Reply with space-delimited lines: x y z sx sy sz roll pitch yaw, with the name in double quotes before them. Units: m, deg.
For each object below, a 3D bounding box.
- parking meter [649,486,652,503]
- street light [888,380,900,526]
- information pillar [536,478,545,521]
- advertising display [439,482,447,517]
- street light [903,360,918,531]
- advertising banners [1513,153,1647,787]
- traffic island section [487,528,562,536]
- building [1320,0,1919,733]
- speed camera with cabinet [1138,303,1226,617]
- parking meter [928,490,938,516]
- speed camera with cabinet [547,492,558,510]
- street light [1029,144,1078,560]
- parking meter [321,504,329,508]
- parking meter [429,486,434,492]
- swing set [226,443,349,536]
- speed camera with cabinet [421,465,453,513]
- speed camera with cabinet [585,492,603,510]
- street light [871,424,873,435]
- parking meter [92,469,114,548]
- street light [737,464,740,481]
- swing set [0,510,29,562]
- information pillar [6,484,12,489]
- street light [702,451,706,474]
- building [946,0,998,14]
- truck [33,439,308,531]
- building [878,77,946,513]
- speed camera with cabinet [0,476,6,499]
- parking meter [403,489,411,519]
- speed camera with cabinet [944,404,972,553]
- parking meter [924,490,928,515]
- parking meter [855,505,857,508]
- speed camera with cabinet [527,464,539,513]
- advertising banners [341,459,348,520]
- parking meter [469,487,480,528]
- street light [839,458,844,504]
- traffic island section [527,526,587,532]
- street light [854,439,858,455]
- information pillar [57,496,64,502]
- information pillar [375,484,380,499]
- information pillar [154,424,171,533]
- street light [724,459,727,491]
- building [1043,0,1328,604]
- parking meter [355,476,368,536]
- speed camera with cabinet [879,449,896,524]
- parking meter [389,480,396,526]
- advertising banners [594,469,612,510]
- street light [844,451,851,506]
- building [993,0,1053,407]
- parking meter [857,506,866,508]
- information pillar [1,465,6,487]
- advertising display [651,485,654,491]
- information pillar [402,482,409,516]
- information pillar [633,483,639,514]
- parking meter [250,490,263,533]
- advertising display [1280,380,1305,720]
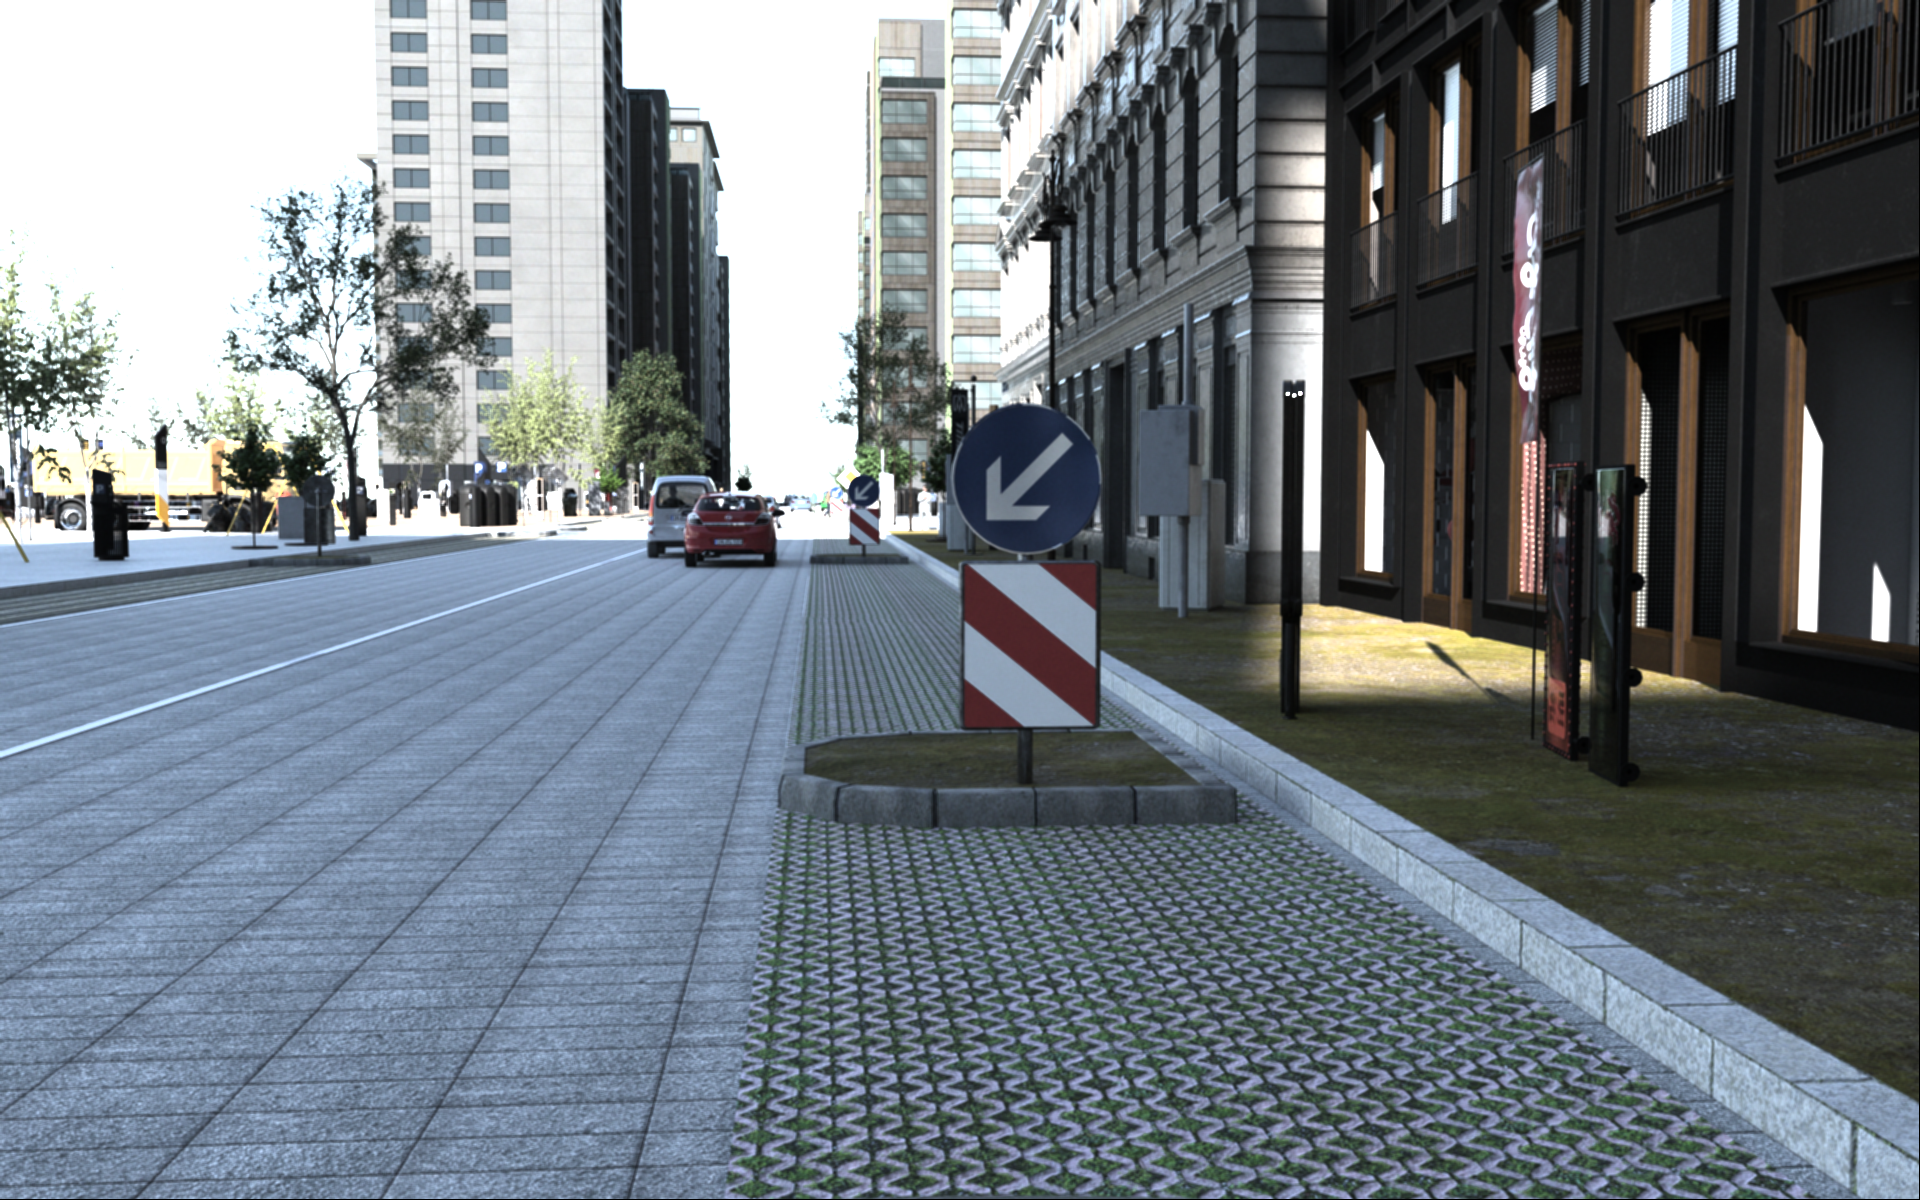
"parking meter" -22.403 -7.323 125.441 0.255 1.863 0.399 -1 4 -9
"street light" -2.668 -5.969 70.380 0.468 5.910 1.993 0 4 -5
"information pillar" -19.774 -4.721 81.680 0.304 2.012 0.304 0 4 5
"advertising display" -28.857 -5.596 96.712 0.123 1.923 0.974 -3 4 -36
"street light" -1.708 -5.318 59.741 0.468 5.910 1.993 0 4 -5
"advertising banners" 2.962 -0.749 8.436 0.090 3.025 2.074 0 4 4
"traffic island section" -15.048 -2.289 59.702 2.009 0.180 2.903 0 4 -5
"building" 10.923 -11.145 11.902 12.332 23.373 15.834 0 4 -5
"speed camera with cabinet" 2.424 -1.496 18.794 0.660 3.252 2.038 1 4 19
"parking meter" -1.499 -5.676 101.219 0.372 1.533 0.369 0 3 0
"speed camera with cabinet" -33.198 -8.841 138.881 2.038 3.252 0.660 -2 4 -30
"street light" 1.244 -3.095 23.398 0.468 5.910 1.993 0 4 -5
"parking meter" -32.355 -4.880 88.197 0.372 1.533 0.369 0 3 0
"parking meter" -35.977 -6.862 117.910 0.255 1.863 0.399 -1 4 -11
"swing set" -21.311 -3.500 54.840 2.862 2.851 3.119 0 4 -1
"speed camera with cabinet" -34.981 -7.425 115.739 2.038 3.252 0.660 0 4 6
"speed camera with cabinet" -29.915 -8.992 141.354 0.660 3.252 2.038 -3 5 -40
"street light" -5.418 -8.192 106.729 0.468 5.910 1.993 0 4 -5
"parking meter" -19.793 -2.099 40.026 0.399 1.863 0.255 0 4 -1
"street light" -33.603 -17.753 263.042 0.468 5.910 1.993 0 4 -5
"swing set" -18.492 -2.022 30.688 2.862 2.851 3.119 -1 4 -16
"information pillar" -68.643 -7.375 125.077 0.304 2.012 0.304 0 4 -6
"street light" -27.083 -12.844 182.793 0.468 5.910 1.993 0 4 -5
"building" 6.027 -25.596 102.082 14.154 41.232 14.086 0 4 -5
"truck" -27.729 -4.059 62.285 9.791 3.379 3.469 0 4 -4
"building" 1.143 -21.556 124.142 14.160 30.474 14.107 0 4 -5
"speed camera with cabinet" -45.292 -5.298 80.962 0.660 3.252 2.038 -1 4 -9
"parking meter" -28.991 -5.041 90.837 0.372 1.533 0.369 0 3 0
"speed camera with cabinet" -0.015 -2.711 38.668 0.660 3.252 2.038 0 4 2
"parking meter" -2.035 -5.854 104.125 0.372 1.533 0.369 0 3 0
"parking meter" -7.510 -7.422 127.052 0.255 1.863 0.399 -2 4 -24
"speed camera with cabinet" -28.162 -7.343 114.388 0.660 3.252 2.038 0 4 -7
"advertising banners" -30.664 -5.511 86.292 0.090 3.025 2.074 -2 4 -27
"parking meter" -18.630 -3.552 66.494 0.372 1.533 0.369 0 3 0
"street light" -15.602 -15.798 231.089 0.468 5.910 1.993 0 4 -5
"traffic island section" -15.695 -2.776 67.661 2.009 0.180 2.903 0 4 -5
"street light" -8.872 -10.715 147.985 0.468 5.910 1.993 0 4 -5
"information pillar" -55.099 -6.214 106.082 0.304 2.012 0.304 -1 4 -13
"information pillar" -40.831 -7.153 121.436 0.304 2.012 0.304 -1 4 -11
"information pillar" -26.579 -4.057 57.688 0.183 3.616 0.504 1 4 18
"street light" -30.781 -15.573 227.406 0.468 5.910 1.993 0 4 -5
"building" 7.262 -10.985 28.752 9.793 20.994 18.267 0 4 -5
"parking meter" -18.401 -2.904 53.186 0.399 1.863 0.255 -1 4 -14
"speed camera with cabinet" -3.158 -4.998 76.056 0.660 3.252 2.038 0 4 -6
"parking meter" -23.012 -3.946 70.229 0.255 1.863 0.399 -1 4 -17
"advertising banners" -24.657 -7.671 121.612 2.074 3.025 0.090 -1 4 -21
"street light" -11.787 -12.895 183.613 0.468 5.910 1.993 0 4 -5
"building" 7.211 -12.988 48.516 11.583 22.565 21.152 0 4 -5
"parking meter" -7.054 -7.363 126.102 0.255 1.863 0.399 -3 5 -43
"information pillar" -72.860 -8.590 131.807 0.504 3.616 0.183 1 4 16
"advertising display" -22.506 -7.521 128.186 0.123 1.923 0.974 2 4 29
"information pillar" -32.957 -6.029 103.061 0.304 2.012 0.304 -3 5 -42
"information pillar" -20.910 -6.562 111.772 0.304 2.012 0.304 0 4 -7
"parking meter" -23.013 -3.115 56.645 0.255 1.863 0.399 0 4 4
"advertising display" 1.963 -0.308 10.244 0.123 1.923 0.974 1 4 11
